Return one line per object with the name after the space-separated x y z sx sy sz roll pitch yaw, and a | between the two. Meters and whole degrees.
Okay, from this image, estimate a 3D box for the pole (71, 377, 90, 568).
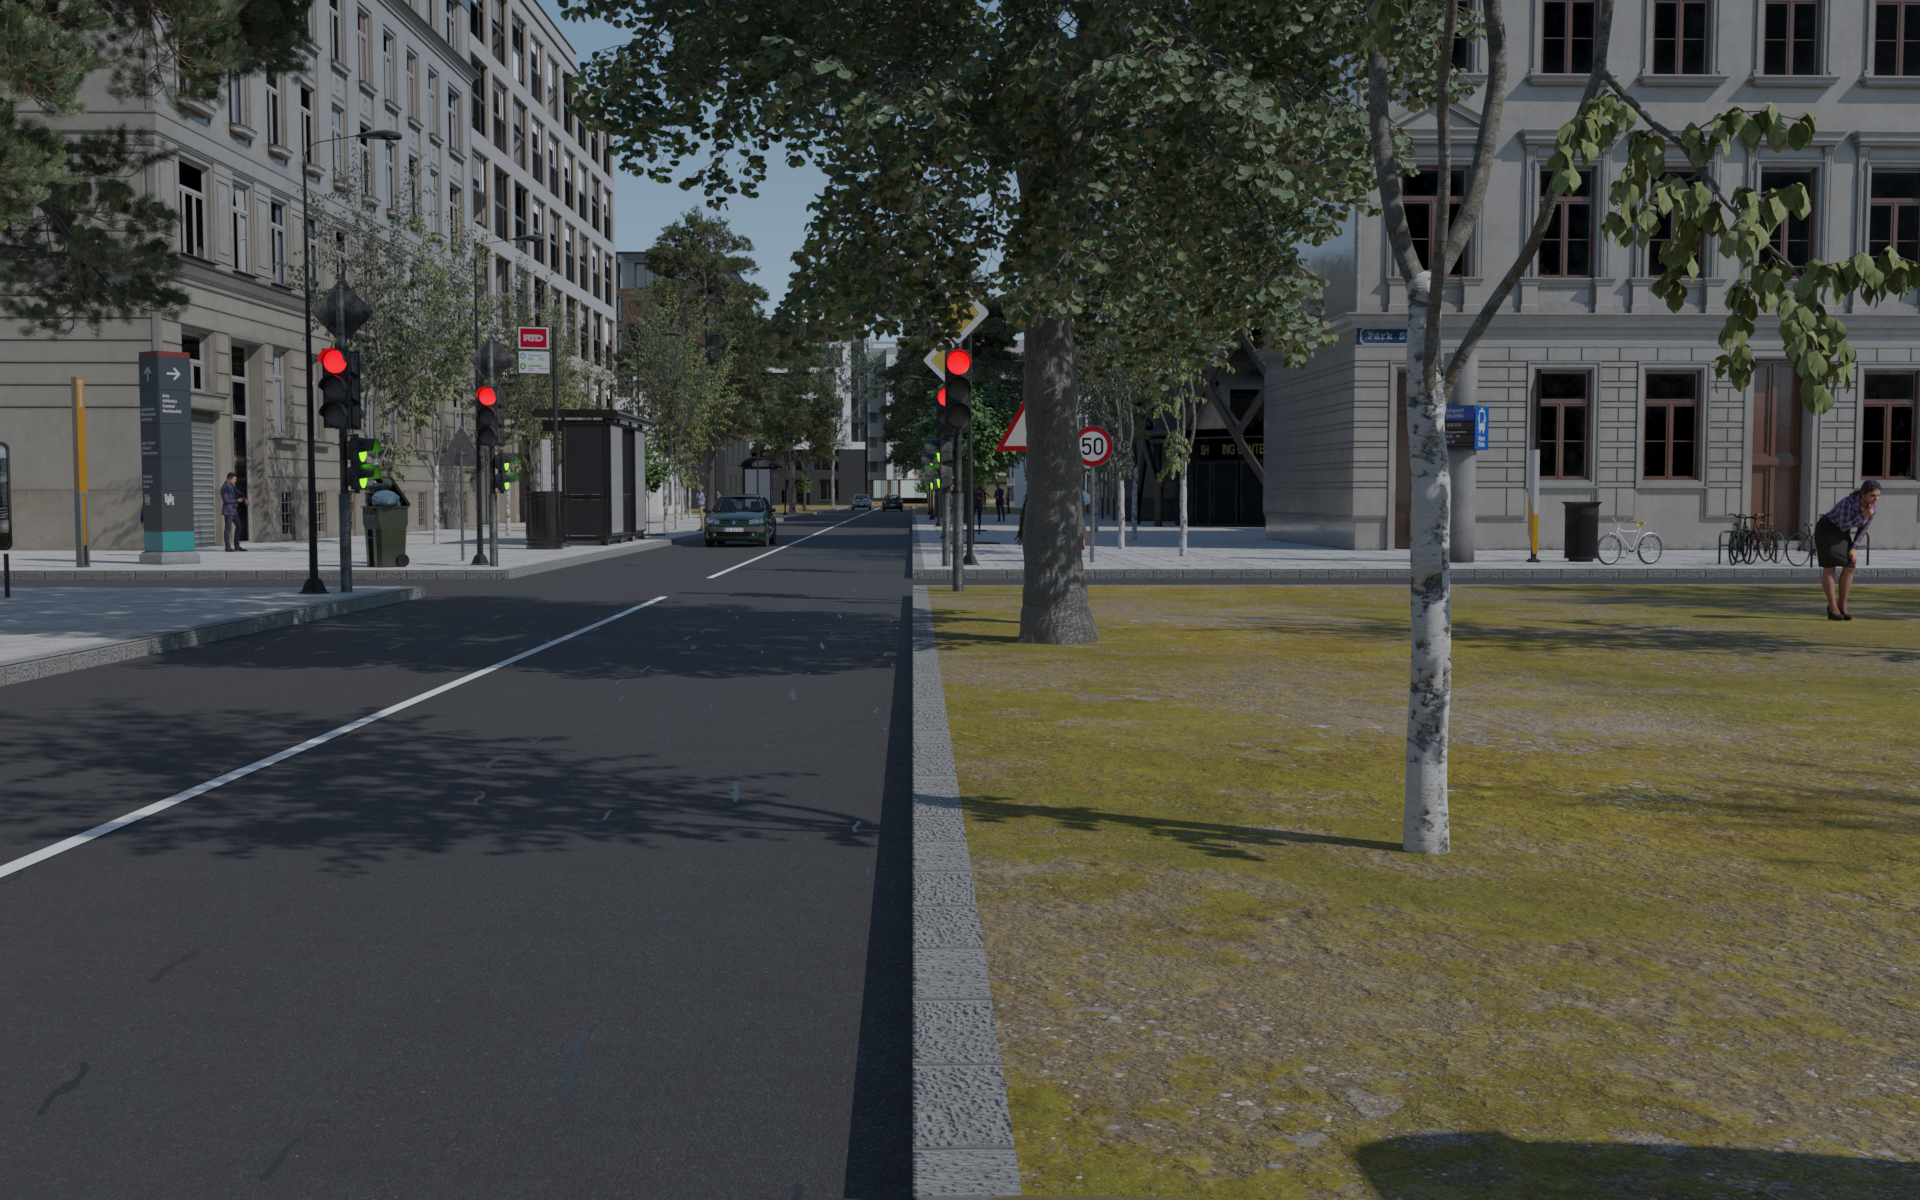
-15.332 -2.223 30.185 0.158 3.312 0.155 0 3 0 | pole

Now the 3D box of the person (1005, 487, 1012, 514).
3.111 -6.576 114.279 0.721 1.743 1.217 1 4 11 | person

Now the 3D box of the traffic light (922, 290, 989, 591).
-0.046 -2.050 22.758 0.839 4.213 0.868 0 4 -2 | traffic light

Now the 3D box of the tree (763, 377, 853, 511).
-11.628 -11.818 127.629 8.767 10.594 7.601 1 4 14 | tree

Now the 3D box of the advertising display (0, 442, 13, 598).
-12.058 -0.970 21.069 0.123 1.923 0.974 2 4 35 | advertising display

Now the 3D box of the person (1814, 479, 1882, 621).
8.962 -0.500 17.458 0.421 1.427 0.697 -1 4 -19 | person

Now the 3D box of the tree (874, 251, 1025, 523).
0.188 -9.426 76.171 6.751 12.117 7.091 0 3 0 | tree

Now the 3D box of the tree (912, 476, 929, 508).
-3.206 -9.879 156.116 1.663 3.219 1.824 0 3 0 | tree

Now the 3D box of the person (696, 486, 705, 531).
-9.074 -3.202 60.455 0.319 1.574 0.516 0 4 -3 | person

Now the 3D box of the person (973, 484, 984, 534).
0.493 -2.902 54.958 0.593 1.643 0.415 -3 4 -38 | person

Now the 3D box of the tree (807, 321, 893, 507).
-12.065 -19.741 178.652 12.611 20.169 13.585 0 3 0 | tree

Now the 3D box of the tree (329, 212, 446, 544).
-13.599 -5.737 44.156 4.737 8.622 4.395 0 3 0 | tree

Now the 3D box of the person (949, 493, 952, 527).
-0.493 -3.614 67.201 0.319 1.574 0.516 2 4 34 | person

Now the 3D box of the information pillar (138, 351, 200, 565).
-14.513 -2.588 31.695 0.750 3.857 0.750 2 4 35 | information pillar

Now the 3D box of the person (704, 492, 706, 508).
-17.762 -7.120 122.982 0.750 1.759 0.617 -3 5 -42 | person

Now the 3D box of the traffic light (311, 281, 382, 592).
-8.004 -2.035 22.525 0.839 4.213 0.868 0 4 -2 | traffic light

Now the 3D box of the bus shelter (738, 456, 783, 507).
-11.055 -6.250 96.105 2.014 3.302 5.546 0 4 -1 | bus shelter

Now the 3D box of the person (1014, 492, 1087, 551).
0.920 -0.647 17.177 0.434 1.755 0.990 -3 4 -37 | person

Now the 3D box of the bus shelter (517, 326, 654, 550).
-9.534 -4.066 44.106 2.179 5.291 8.768 0 4 -2 | bus shelter

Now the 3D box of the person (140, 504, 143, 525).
-16.874 -1.691 36.065 0.546 1.535 0.453 2 4 25 | person

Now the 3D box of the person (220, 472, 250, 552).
-16.051 -1.953 38.431 0.568 1.767 0.683 0 4 -2 | person

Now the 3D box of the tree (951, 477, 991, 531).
0.531 -4.003 60.054 1.663 3.219 1.824 0 3 0 | tree

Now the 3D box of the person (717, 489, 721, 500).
-20.336 -8.499 145.703 0.721 1.736 1.217 -3 5 -40 | person

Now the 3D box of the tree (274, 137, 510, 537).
-12.250 -5.292 36.885 4.360 8.622 3.978 0 3 0 | tree

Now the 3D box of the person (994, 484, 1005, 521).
1.829 -4.565 81.130 0.683 1.767 0.568 2 4 31 | person

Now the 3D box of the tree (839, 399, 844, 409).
-11.785 -12.925 118.751 7.806 13.903 7.818 0 3 0 | tree

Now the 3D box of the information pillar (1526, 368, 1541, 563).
10.794 -2.520 32.549 0.183 3.616 0.504 0 4 5 | information pillar

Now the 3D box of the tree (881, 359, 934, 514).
-1.339 -11.408 112.282 9.928 11.665 9.643 0 3 0 | tree

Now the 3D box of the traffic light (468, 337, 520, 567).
-8.223 -2.524 30.507 0.839 4.213 0.868 0 4 -2 | traffic light

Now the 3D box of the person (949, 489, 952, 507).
-0.949 -10.475 177.319 0.705 1.823 1.348 2 4 24 | person

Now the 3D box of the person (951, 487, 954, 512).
-0.433 -7.270 125.047 0.705 1.807 1.348 2 4 33 | person

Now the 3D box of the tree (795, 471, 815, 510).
-12.915 -9.090 143.214 1.663 3.219 1.824 0 3 0 | tree

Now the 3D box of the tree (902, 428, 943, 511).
-1.190 -12.697 125.717 7.486 12.596 7.792 0 3 0 | tree

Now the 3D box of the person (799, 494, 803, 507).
-14.963 -9.745 165.330 0.705 1.831 1.348 -2 4 -30 | person

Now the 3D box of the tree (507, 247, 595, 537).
-13.668 -6.237 52.335 4.360 8.622 3.978 0 3 0 | tree

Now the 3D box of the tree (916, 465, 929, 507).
-3.239 -13.195 166.101 4.360 8.622 3.978 0 3 0 | tree

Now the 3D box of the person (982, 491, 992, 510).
1.948 -8.054 138.553 1.217 1.723 0.721 1 4 22 | person

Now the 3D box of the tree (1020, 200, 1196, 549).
3.538 -5.489 40.107 4.360 8.622 3.978 0 3 0 | tree

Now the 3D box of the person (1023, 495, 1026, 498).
4.829 -6.744 117.018 1.217 1.735 0.721 1 4 10 | person
